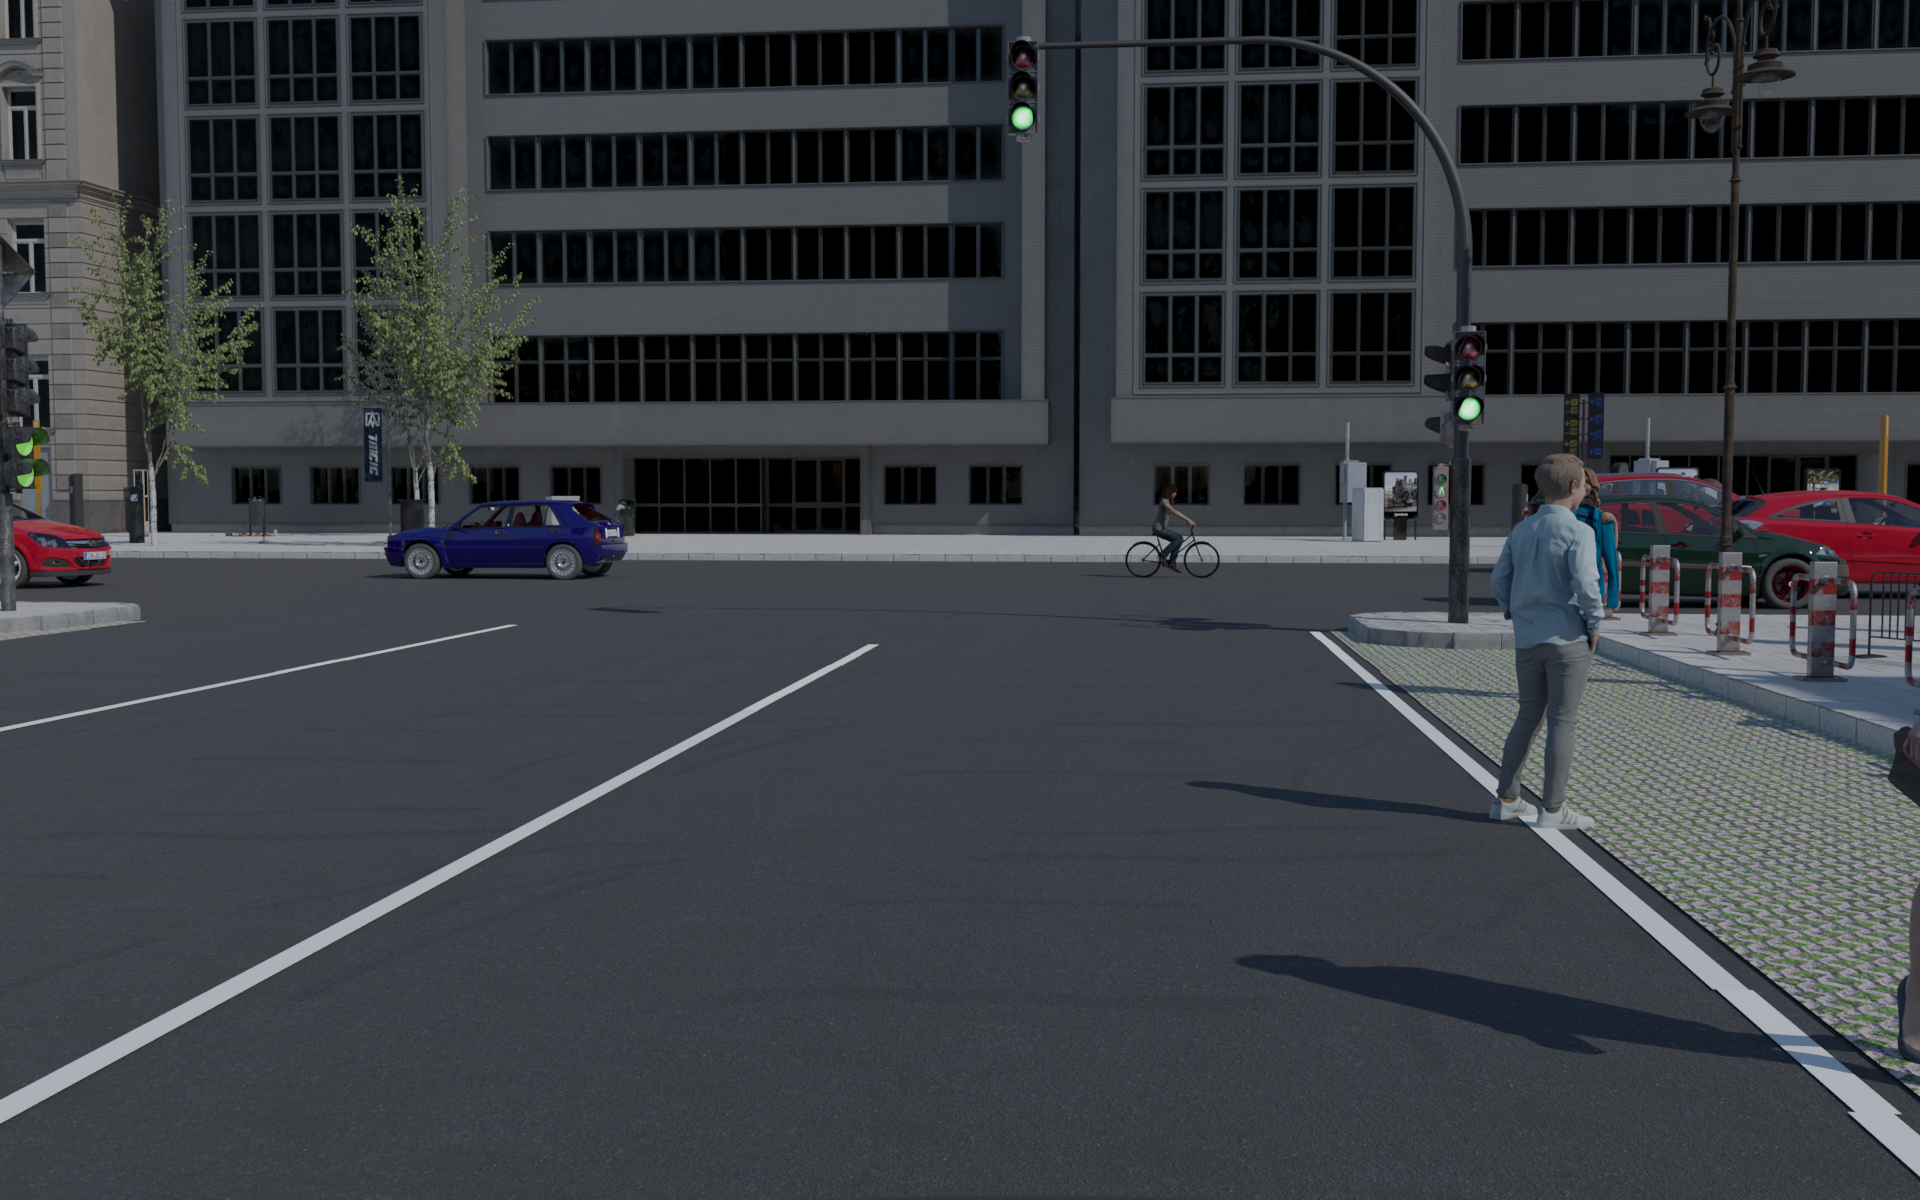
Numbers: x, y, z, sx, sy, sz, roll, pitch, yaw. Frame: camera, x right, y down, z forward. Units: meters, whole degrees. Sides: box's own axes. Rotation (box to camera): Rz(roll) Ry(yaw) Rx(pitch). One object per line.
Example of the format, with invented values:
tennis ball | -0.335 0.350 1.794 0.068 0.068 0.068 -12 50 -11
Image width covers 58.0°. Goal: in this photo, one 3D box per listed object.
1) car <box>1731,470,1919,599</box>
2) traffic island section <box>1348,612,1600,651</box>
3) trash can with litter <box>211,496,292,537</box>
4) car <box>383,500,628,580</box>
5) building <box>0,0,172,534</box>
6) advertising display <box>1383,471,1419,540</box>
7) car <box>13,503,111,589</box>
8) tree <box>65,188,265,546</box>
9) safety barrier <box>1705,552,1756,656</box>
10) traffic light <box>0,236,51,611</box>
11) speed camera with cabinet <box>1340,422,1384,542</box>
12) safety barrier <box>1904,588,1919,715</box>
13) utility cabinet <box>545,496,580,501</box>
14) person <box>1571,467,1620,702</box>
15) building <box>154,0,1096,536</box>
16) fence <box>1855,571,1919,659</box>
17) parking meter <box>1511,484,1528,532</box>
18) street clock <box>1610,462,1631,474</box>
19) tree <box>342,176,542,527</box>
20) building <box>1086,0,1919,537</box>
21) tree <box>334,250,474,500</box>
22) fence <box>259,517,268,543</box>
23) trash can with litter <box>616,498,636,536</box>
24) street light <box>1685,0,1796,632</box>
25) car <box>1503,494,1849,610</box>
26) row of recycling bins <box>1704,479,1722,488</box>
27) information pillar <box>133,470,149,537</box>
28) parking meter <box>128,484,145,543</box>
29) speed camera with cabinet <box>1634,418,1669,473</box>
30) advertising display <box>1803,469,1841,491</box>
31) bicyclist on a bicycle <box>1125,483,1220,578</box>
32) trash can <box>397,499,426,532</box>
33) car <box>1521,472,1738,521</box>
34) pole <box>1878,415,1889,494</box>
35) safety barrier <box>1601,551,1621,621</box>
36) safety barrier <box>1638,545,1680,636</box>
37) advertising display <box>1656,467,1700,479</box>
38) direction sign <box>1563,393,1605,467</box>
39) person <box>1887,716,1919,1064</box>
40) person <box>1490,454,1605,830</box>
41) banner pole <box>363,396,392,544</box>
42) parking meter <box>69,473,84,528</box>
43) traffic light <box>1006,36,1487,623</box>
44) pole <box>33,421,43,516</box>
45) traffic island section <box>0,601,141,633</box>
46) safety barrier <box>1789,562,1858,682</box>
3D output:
car | 12.736 -0.932 24.282 4.494 1.783 2.155 0 4 7
traffic island section | 4.983 0.305 17.287 2.009 0.180 2.903 0 4 6
trash can with litter | -21.634 -2.542 52.615 2.233 1.210 1.678 1 4 12
car | -7.791 -1.053 29.795 3.894 1.354 1.945 0 4 7
building | -39.205 -16.161 61.503 25.104 27.353 12.463 0 4 6
advertising display | 12.231 -2.624 48.111 0.974 1.923 0.123 0 4 2
car | -15.553 -1.101 27.046 4.494 1.783 2.155 0 4 7
tree | -19.710 -5.641 42.587 4.737 8.622 4.395 0 3 0
safety barrier | 6.134 0.028 13.810 0.300 0.817 1.120 0 4 6
traffic light | -10.422 -1.833 18.883 0.839 4.253 0.868 0 4 6
speed camera with cabinet | 10.939 -3.231 47.168 0.660 3.252 2.038 0 4 -6
safety barrier | 5.703 0.263 9.981 0.300 0.817 1.120 0 4 6
utility cabinet | -11.456 -2.372 49.947 0.306 1.237 1.020 3 4 38
person | 4.206 -0.103 11.895 0.593 1.614 0.444 2 4 30
building | -10.697 -14.750 60.232 30.058 24.678 14.314 0 4 6
fence | 7.474 0.167 12.638 0.278 0.683 2.069 -1 4 -21
parking meter | 13.551 -2.052 41.963 0.372 1.533 0.369 0 3 0
street clock | 15.135 -2.151 39.732 0.471 2.002 0.358 -2 4 -34
tree | -12.354 -5.548 41.072 4.737 8.622 4.395 0 3 0
building | 19.060 -14.484 55.877 30.058 24.678 14.314 0 4 6
tree | -16.429 -6.213 51.945 4.360 8.622 3.978 0 3 0
fence | -18.478 -1.871 45.967 0.278 0.683 2.069 -1 4 -21
trash can with litter | -10.223 -2.534 52.825 0.624 1.170 1.055 -1 4 -17
street light | 6.898 -2.611 15.476 0.468 5.910 1.993 0 4 6
car | 9.149 -0.769 22.360 4.222 1.686 2.009 0 4 5
row of recycling bins | 18.946 -2.451 47.194 3.534 1.692 1.069 2 4 35
information pillar | -24.603 -2.909 52.059 0.304 2.012 0.304 0 4 -2
parking meter | -21.615 -2.265 45.448 0.372 1.533 0.369 0 3 0
speed camera with cabinet | 18.392 -3.071 44.548 0.660 3.252 2.038 -2 4 -35
advertising display | 22.072 -2.396 44.383 0.974 1.923 0.123 -1 4 -10
bicyclist on a bicycle | 3.628 -1.192 29.518 1.625 1.676 1.499 0 4 5
trash can | -14.617 -2.114 46.221 0.748 1.137 0.748 0 3 0
car | 12.872 -1.389 31.380 5.304 1.827 2.281 0 4 6
pole | 23.935 -3.124 44.928 0.158 3.312 0.155 0 3 0
safety barrier | 6.562 -0.205 17.628 0.300 0.817 1.120 0 4 6
safety barrier | 6.347 -0.089 15.724 0.300 0.817 1.120 0 4 6
advertising display | 17.063 -2.203 41.237 0.974 1.923 0.123 1 4 10
direction sign | 14.008 -2.873 38.970 0.876 3.537 0.379 2 4 34
person | 2.496 0.271 4.090 0.581 1.822 0.654 1 4 9
person | 2.549 0.176 7.435 0.330 1.601 0.589 -1 4 -19
banner pole | -14.830 -3.319 44.285 0.863 3.779 0.401 0 4 -1
parking meter | -24.967 -2.644 48.944 0.399 1.863 0.255 3 5 41
traffic light | 2.856 -2.606 17.270 4.771 5.953 1.251 0 4 6
pole | -25.656 -3.325 48.200 0.158 3.312 0.155 0 3 0
traffic island section | -10.461 0.199 19.022 2.009 0.180 2.903 0 4 6
safety barrier | 5.914 0.146 11.886 0.300 0.817 1.120 0 4 6
